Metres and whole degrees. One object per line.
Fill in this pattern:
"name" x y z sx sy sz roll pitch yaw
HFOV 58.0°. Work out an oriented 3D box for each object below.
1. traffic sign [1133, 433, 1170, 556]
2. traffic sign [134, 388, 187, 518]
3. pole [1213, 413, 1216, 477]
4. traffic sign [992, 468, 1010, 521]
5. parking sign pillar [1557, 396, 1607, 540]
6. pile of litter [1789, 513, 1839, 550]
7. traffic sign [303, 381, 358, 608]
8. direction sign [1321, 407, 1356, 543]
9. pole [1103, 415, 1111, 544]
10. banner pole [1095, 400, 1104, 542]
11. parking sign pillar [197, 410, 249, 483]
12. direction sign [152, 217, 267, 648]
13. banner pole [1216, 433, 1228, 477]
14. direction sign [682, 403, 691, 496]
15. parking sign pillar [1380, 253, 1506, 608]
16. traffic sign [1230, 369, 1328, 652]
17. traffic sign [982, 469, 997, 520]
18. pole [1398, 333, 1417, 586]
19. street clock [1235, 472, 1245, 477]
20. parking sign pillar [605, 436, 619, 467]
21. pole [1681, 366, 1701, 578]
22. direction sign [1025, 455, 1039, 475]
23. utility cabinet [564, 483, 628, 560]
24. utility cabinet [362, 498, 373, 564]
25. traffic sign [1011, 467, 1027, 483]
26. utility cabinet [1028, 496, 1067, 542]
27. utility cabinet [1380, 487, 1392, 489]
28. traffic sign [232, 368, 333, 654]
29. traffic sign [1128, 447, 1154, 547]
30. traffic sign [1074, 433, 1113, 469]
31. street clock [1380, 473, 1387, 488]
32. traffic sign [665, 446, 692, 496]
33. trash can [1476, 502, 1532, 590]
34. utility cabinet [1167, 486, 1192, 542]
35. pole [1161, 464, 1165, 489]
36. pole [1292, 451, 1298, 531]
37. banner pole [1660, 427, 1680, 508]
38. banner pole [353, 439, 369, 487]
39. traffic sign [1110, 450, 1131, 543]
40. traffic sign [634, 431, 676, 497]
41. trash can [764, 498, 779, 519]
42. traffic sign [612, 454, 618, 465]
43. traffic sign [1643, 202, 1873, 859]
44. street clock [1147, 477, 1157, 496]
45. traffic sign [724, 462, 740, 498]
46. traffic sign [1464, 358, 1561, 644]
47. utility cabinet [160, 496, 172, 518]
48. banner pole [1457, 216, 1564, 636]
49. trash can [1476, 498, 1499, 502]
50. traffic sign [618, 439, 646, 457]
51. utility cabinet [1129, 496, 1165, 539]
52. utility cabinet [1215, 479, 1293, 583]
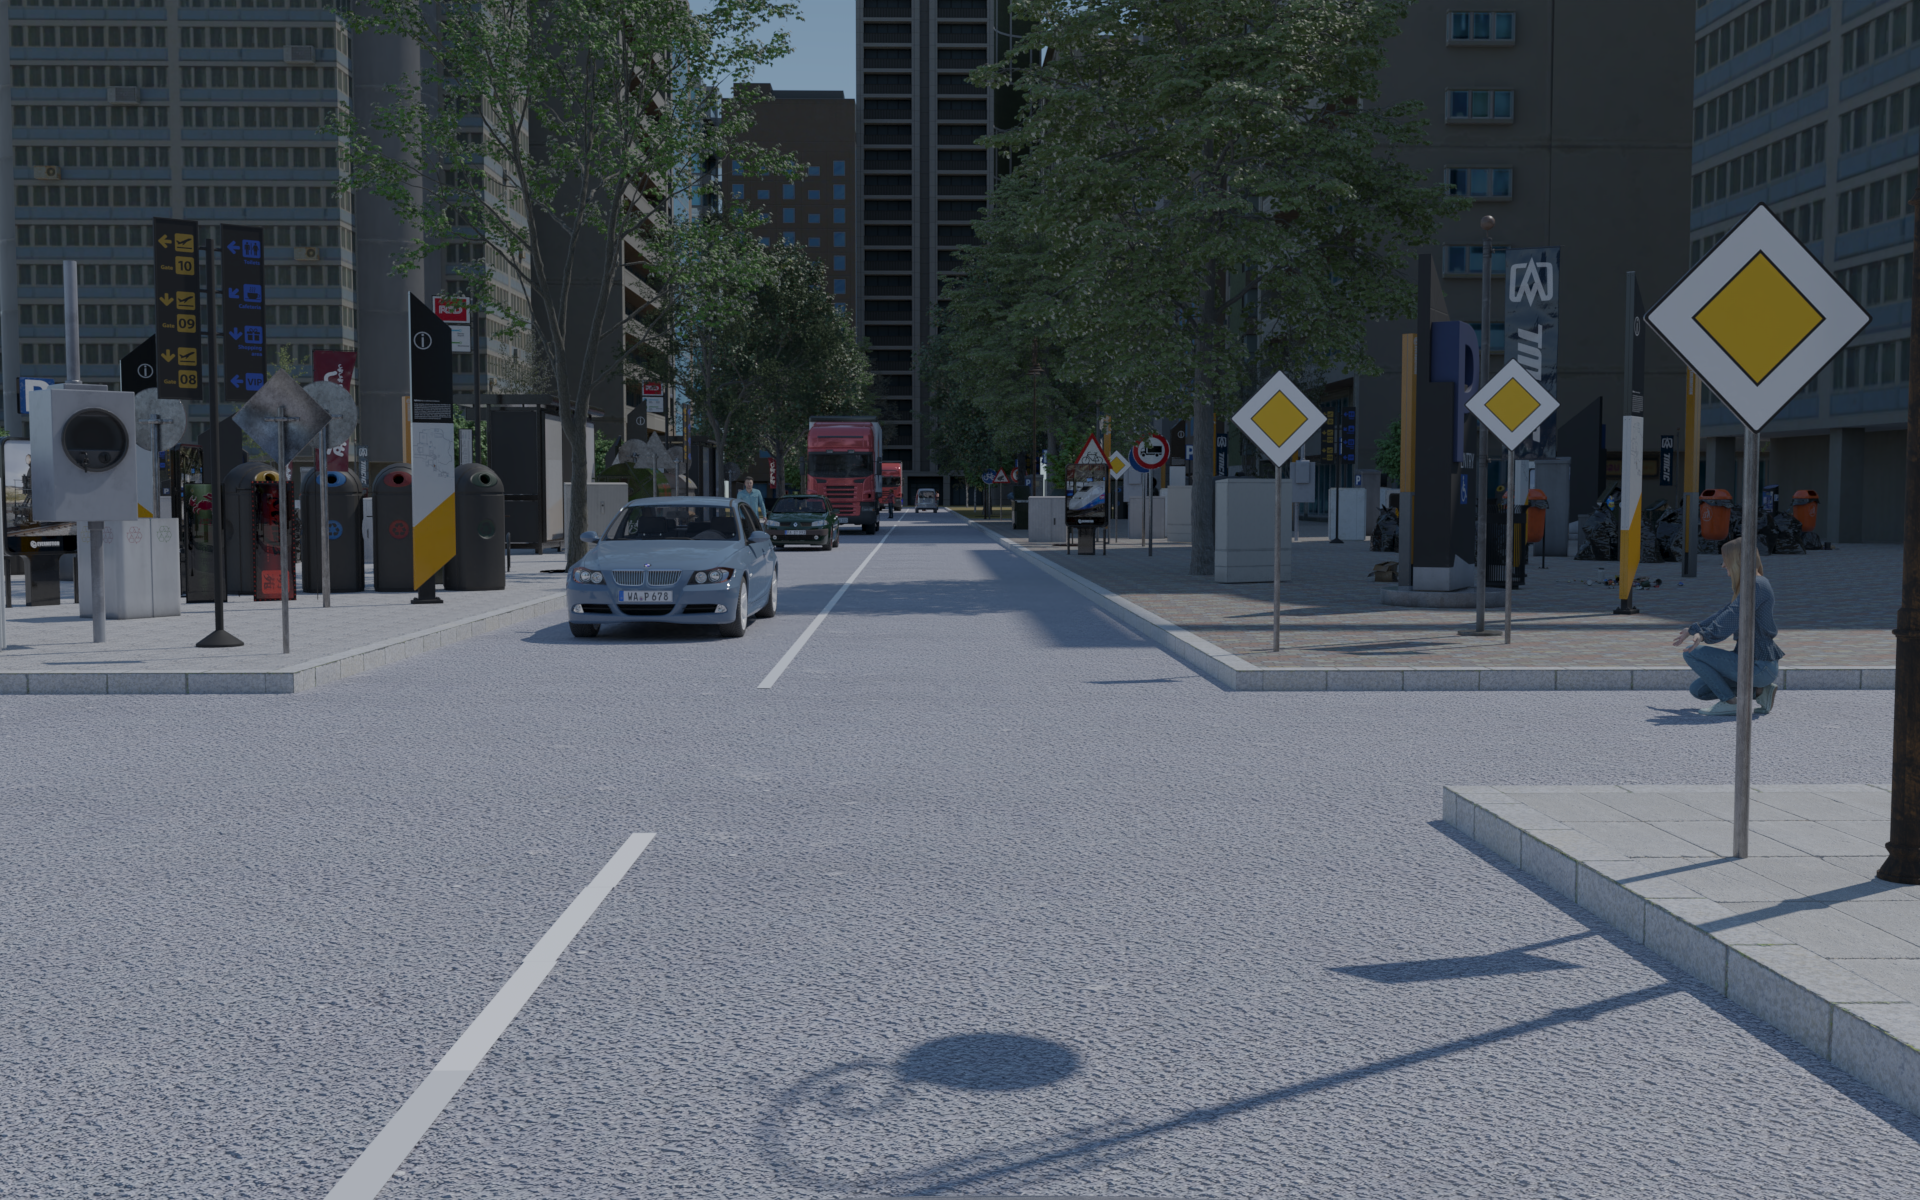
"traffic sign" 3.931 -2.175 35.675 0.768 2.556 0.104 0 4 1
"traffic sign" -9.642 -1.264 20.770 0.768 2.556 0.104 0 4 5
"pole" 6.346 -3.054 43.769 0.158 3.312 0.155 0 3 0
"traffic sign" 1.973 -5.076 83.001 0.884 2.594 0.081 0 4 7
"parking sign pillar" 17.353 -3.664 48.372 1.447 3.967 1.447 -3 4 -38
"pile of litter" 19.488 -1.607 40.246 1.176 0.858 1.719 -2 4 -27
"traffic sign" -7.163 -1.186 19.505 0.768 2.556 0.104 0 4 1
"direction sign" 9.819 -3.244 45.031 0.876 3.537 0.379 0 4 7
"pole" 3.793 -3.109 44.667 0.158 3.312 0.155 0 3 0
"banner pole" 3.730 -3.434 46.165 0.401 3.779 0.863 1 4 19
"parking sign pillar" -23.370 -4.051 54.709 1.447 3.967 1.447 -2 4 -29
"direction sign" -6.246 -1.377 14.511 0.876 3.537 0.379 -3 5 -40
"banner pole" 9.334 -4.446 62.711 0.863 3.779 0.401 -1 4 -23
"direction sign" -6.860 -3.152 43.525 0.379 3.537 0.876 0 4 2
"parking sign pillar" 5.630 -1.929 20.017 1.447 3.967 1.447 2 4 28
"traffic sign" 2.573 -0.636 14.037 0.795 2.450 0.064 0 4 -1
"traffic sign" 1.484 -5.315 87.008 0.768 2.556 0.104 0 4 2
"pole" 5.736 -1.731 22.138 0.158 3.312 0.155 0 3 0
"street clock" 9.193 -3.203 56.946 0.358 2.002 0.471 -1 4 -8
"parking sign pillar" -16.109 -5.666 81.104 1.447 3.967 1.447 -3 5 -40
"pole" 11.243 -2.004 26.608 0.158 3.312 0.155 0 3 0
"direction sign" 3.422 -5.552 82.764 0.876 3.537 0.379 -2 4 -32
"utility cabinet" -6.995 -1.508 33.328 1.173 1.500 0.318 -1 4 -21
"utility cabinet" -10.934 -1.290 32.249 0.306 1.237 1.020 -2 4 -33
"traffic sign" 2.731 -4.891 80.067 0.768 2.556 0.104 0 4 7
"utility cabinet" 2.354 -2.156 46.411 1.020 1.237 0.306 0 4 8
"utility cabinet" 13.814 -2.964 57.136 0.318 1.500 1.173 -1 4 -15
"traffic sign" -5.420 -0.626 13.877 0.795 2.450 0.064 0 4 -1
"traffic sign" 4.478 -2.574 42.189 0.768 2.556 0.104 0 4 2
"traffic sign" 2.823 -2.264 37.026 0.884 2.594 0.081 0 4 4
"street clock" 14.805 -3.425 60.563 0.358 2.002 0.471 1 4 16
"traffic sign" -7.547 -2.823 46.254 0.768 2.556 0.104 0 4 1
"trash can" 7.323 -0.718 23.393 0.748 1.137 0.748 0 3 0
"utility cabinet" 5.948 -2.255 45.545 0.318 1.500 1.173 -2 4 -32
"pole" 8.009 -4.556 68.326 0.158 3.312 0.155 0 3 0
"pole" 11.541 -4.028 59.701 0.158 3.312 0.155 0 3 0
"banner pole" 26.529 -4.564 64.636 0.863 3.779 0.401 0 4 6
"banner pole" -27.100 -5.399 78.292 0.863 3.779 0.401 0 4 8
"traffic sign" 4.111 -2.711 45.509 0.795 2.450 0.064 0 4 6
"traffic sign" -6.301 -2.189 35.786 0.884 2.594 0.081 0 3 0
"trash can" -7.141 -3.330 66.102 0.748 1.137 0.748 0 3 0
"traffic sign" -9.412 -2.948 48.205 0.884 2.594 0.081 0 4 8
"traffic sign" 2.754 -0.147 6.054 0.795 2.450 0.064 0 4 -1
"street clock" 8.027 -4.178 72.872 0.471 2.002 0.358 -1 4 -13
"traffic sign" -9.179 -4.233 69.312 0.768 2.556 0.104 0 4 1
"traffic sign" 4.686 -0.830 14.759 0.795 2.450 0.064 0 4 8
"utility cabinet" -22.437 -2.305 48.849 1.020 1.237 0.306 -3 4 -39
"banner pole" 4.955 -1.564 15.589 0.863 3.779 0.401 2 4 25
"trash can" 17.783 -2.864 58.472 0.748 1.137 0.748 0 3 0
"traffic sign" -7.525 -2.444 40.069 0.768 2.556 0.104 0 4 2
"utility cabinet" 5.385 -2.366 49.845 1.020 1.237 0.306 0 4 5
"utility cabinet" 4.239 -1.000 25.036 1.173 1.500 0.318 -2 4 -29
